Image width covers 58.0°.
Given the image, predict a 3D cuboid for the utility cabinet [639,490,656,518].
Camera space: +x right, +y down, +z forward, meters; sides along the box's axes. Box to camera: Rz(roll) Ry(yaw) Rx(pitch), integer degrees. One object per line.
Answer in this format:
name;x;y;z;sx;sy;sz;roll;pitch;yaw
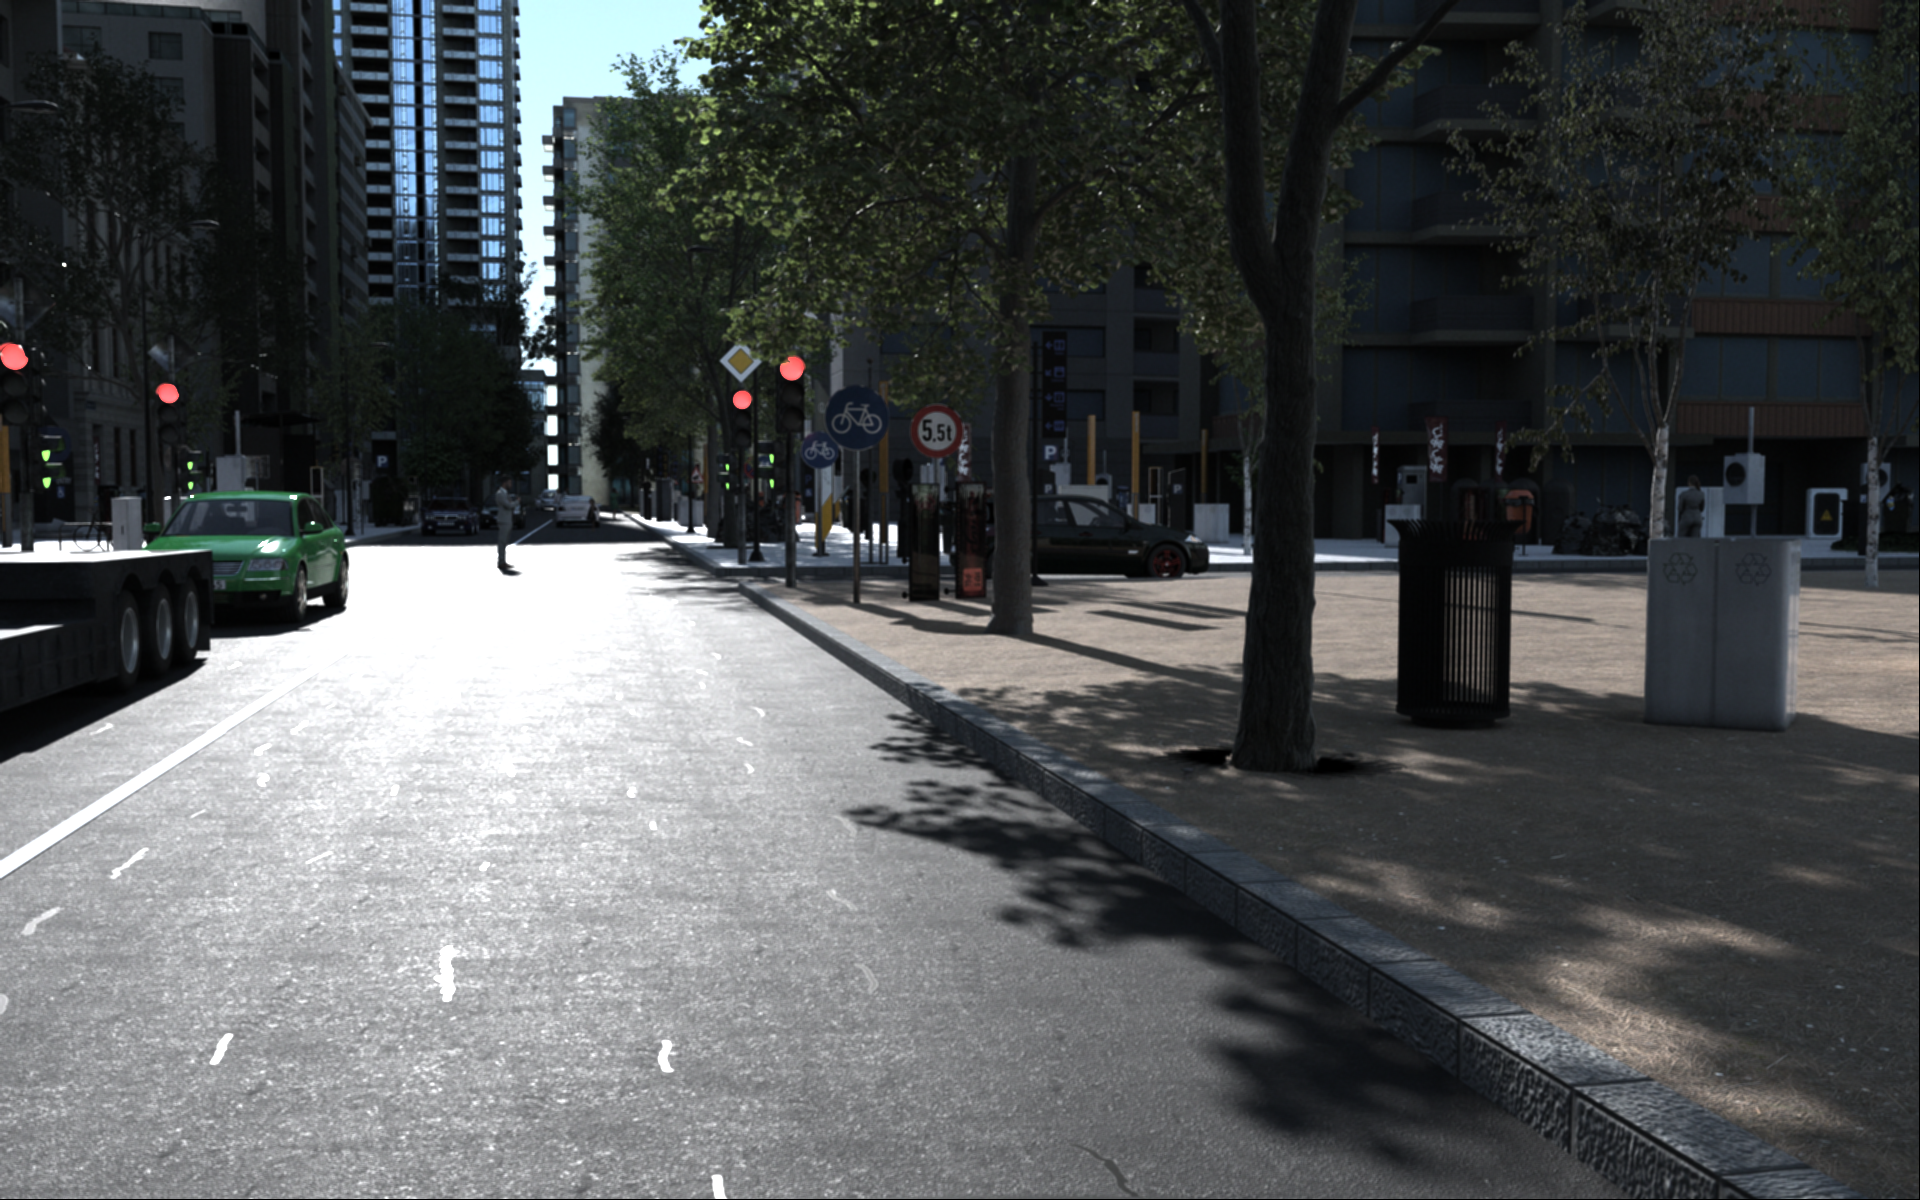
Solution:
utility cabinet;-16.617;-5.157;93.002;1.173;1.500;0.318;1;4;22

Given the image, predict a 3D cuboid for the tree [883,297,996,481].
tree;-0.844;-6.770;61.055;4.737;8.622;4.395;0;3;0

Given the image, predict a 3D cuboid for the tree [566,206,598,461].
tree;-7.577;-8.071;50.088;7.486;12.596;7.792;0;3;0

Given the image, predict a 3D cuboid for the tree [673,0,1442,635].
tree;0.830;-5.977;15.848;7.486;12.596;7.792;0;3;0

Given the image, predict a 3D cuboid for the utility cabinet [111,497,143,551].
utility cabinet;-16.949;-1.472;35.223;0.306;1.237;1.020;-3;5;-42

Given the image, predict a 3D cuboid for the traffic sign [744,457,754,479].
traffic sign;-6.946;-3.580;58.644;0.768;2.556;0.104;0;4;-4

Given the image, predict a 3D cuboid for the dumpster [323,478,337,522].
dumpster;-21.196;-3.119;56.746;1.264;1.857;1.865;-1;4;-12

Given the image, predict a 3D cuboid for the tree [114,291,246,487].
tree;-28.826;-6.952;64.031;4.737;8.622;4.395;0;3;0

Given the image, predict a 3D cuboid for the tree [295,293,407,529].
tree;-22.268;-6.928;63.636;4.737;8.622;4.395;0;3;0

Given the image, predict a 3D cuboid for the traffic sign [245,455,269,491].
traffic sign;-18.613;-2.676;45.883;0.606;2.300;0.079;0;4;-4

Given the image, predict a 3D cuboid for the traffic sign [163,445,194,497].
traffic sign;-19.784;-2.679;43.901;0.768;2.556;0.104;0;4;-6

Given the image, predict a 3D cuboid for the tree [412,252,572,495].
tree;-34.667;-16.977;133.464;12.611;20.169;13.585;0;3;0

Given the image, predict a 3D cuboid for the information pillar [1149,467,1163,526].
information pillar;5.335;-2.617;47.281;0.304;2.012;0.304;1;4;22

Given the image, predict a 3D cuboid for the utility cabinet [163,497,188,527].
utility cabinet;-15.437;-1.447;34.824;1.020;1.237;0.306;0;4;-2

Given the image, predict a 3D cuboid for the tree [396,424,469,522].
tree;-24.731;-5.970;81.319;4.285;4.588;4.351;0;3;0

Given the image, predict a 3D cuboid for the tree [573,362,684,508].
tree;-30.160;-15.177;158.508;12.009;13.543;11.850;0;3;0

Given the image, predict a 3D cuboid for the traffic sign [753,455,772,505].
traffic sign;-6.446;-3.491;57.191;0.768;2.556;0.104;-1;4;-10

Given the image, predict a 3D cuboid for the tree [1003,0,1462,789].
tree;1.446;-5.009;7.648;9.928;11.665;9.643;0;3;0

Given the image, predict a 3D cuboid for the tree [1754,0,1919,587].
tree;12.670;-4.473;23.494;4.737;8.622;4.395;0;3;0

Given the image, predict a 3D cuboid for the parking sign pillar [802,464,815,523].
parking sign pillar;-6.329;-5.370;76.278;1.447;3.967;1.447;2;4;27

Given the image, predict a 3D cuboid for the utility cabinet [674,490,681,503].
utility cabinet;-16.428;-5.627;100.681;0.318;1.500;1.173;-1;4;-16

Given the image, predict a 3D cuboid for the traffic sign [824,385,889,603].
traffic sign;-1.214;-1.237;20.324;0.768;2.556;0.104;-1;4;-11

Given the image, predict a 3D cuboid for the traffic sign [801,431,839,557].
traffic sign;-2.844;-2.144;35.164;0.768;2.556;0.104;0;4;-4

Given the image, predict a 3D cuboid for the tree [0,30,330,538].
tree;-16.542;-6.168;35.253;7.601;10.594;8.767;2;4;26

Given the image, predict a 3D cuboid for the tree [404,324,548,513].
tree;-32.810;-12.261;117.482;9.611;12.733;9.660;0;3;0

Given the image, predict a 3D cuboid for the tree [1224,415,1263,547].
tree;7.440;-2.932;42.532;1.663;3.219;1.824;0;3;0

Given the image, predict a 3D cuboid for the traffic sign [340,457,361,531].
traffic sign;-20.748;-3.606;59.071;0.768;2.556;0.104;0;4;-6

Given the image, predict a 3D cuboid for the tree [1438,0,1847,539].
tree;7.691;-4.211;19.213;4.360;8.622;3.978;0;3;0

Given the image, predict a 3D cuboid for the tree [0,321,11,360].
tree;-11.425;-2.067;17.510;4.285;4.588;4.351;0;3;0

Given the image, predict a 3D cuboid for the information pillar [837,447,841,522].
information pillar;-5.555;-5.349;78.810;0.183;3.616;0.504;2;4;25

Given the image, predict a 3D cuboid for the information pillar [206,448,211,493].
information pillar;-37.356;-5.795;86.107;0.183;3.616;0.504;-1;4;-13

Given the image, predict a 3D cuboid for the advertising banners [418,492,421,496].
advertising banners;-30.981;-6.417;101.102;2.074;3.025;0.090;1;4;16

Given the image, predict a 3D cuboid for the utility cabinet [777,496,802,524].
utility cabinet;-7.213;-3.792;73.166;1.020;1.237;0.306;-1;4;-17

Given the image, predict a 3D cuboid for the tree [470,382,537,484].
tree;-43.173;-14.919;162.059;7.486;12.596;7.792;0;3;0

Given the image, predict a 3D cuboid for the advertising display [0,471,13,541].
advertising display;-26.145;-2.543;46.794;0.974;1.923;0.123;-3;4;-37

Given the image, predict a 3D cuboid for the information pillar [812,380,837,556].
information pillar;-2.834;-2.720;35.825;0.183;3.616;0.504;2;4;33

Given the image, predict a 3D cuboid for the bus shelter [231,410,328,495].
bus shelter;-20.054;-3.670;51.290;1.731;3.624;6.357;-1;4;-12

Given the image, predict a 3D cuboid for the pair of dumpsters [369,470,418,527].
pair of dumpsters;-22.494;-4.053;68.765;1.574;2.255;4.437;-1;4;-12

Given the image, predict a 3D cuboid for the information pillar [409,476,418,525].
information pillar;-22.724;-4.128;71.988;0.304;2.012;0.304;0;4;1

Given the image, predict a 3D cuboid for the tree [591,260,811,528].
tree;-9.117;-7.986;64.985;7.601;10.594;8.767;-2;4;-24

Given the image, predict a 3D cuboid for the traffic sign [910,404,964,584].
traffic sign;-0.326;-1.496;24.562;0.768;2.556;0.104;0;4;-3

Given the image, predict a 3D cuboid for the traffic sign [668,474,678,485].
traffic sign;-16.174;-5.925;96.871;0.884;2.594;0.081;0;4;-6

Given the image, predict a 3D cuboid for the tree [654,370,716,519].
tree;-14.584;-8.465;88.762;4.737;8.622;4.395;0;3;0

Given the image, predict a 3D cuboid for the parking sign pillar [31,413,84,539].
parking sign pillar;-26.124;-3.758;49.909;1.447;3.967;1.447;0;4;6

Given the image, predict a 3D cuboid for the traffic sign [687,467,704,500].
traffic sign;-12.426;-4.994;81.663;0.884;2.594;0.081;0;4;-4

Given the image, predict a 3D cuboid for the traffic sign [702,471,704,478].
traffic sign;-11.904;-5.053;82.722;0.768;2.556;0.104;0;4;-6

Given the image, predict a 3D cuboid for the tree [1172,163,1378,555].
tree;6.157;-5.236;35.965;4.737;8.622;4.395;0;3;0

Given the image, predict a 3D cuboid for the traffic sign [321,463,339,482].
traffic sign;-25.587;-4.291;70.267;0.768;2.556;0.104;0;4;-3

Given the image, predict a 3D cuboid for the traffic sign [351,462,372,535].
traffic sign;-18.894;-3.215;54.702;0.606;2.300;0.079;-1;4;-11

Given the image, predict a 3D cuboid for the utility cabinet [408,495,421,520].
utility cabinet;-31.142;-5.336;98.406;1.020;1.237;0.306;1;4;16

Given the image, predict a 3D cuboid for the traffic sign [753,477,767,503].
traffic sign;-6.513;-3.559;58.201;0.884;2.594;0.081;0;4;-8

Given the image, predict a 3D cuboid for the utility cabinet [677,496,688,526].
utility cabinet;-11.270;-3.627;70.455;0.306;1.237;1.020;-1;4;-19

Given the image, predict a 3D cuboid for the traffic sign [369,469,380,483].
traffic sign;-27.271;-4.857;80.590;0.795;2.450;0.064;0;4;-4

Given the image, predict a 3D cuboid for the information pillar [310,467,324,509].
information pillar;-17.348;-2.586;46.774;0.304;2.012;0.304;-1;4;-15

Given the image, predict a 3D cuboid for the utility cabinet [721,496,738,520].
utility cabinet;-8.666;-3.295;65.028;0.306;1.237;1.020;1;4;13

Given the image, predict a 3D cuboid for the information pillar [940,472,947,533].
information pillar;-0.624;-3.225;57.219;0.304;2.012;0.304;-1;4;-20

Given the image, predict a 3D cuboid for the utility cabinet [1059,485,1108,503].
utility cabinet;3.025;-2.065;42.436;1.173;1.500;0.318;0;4;-5
